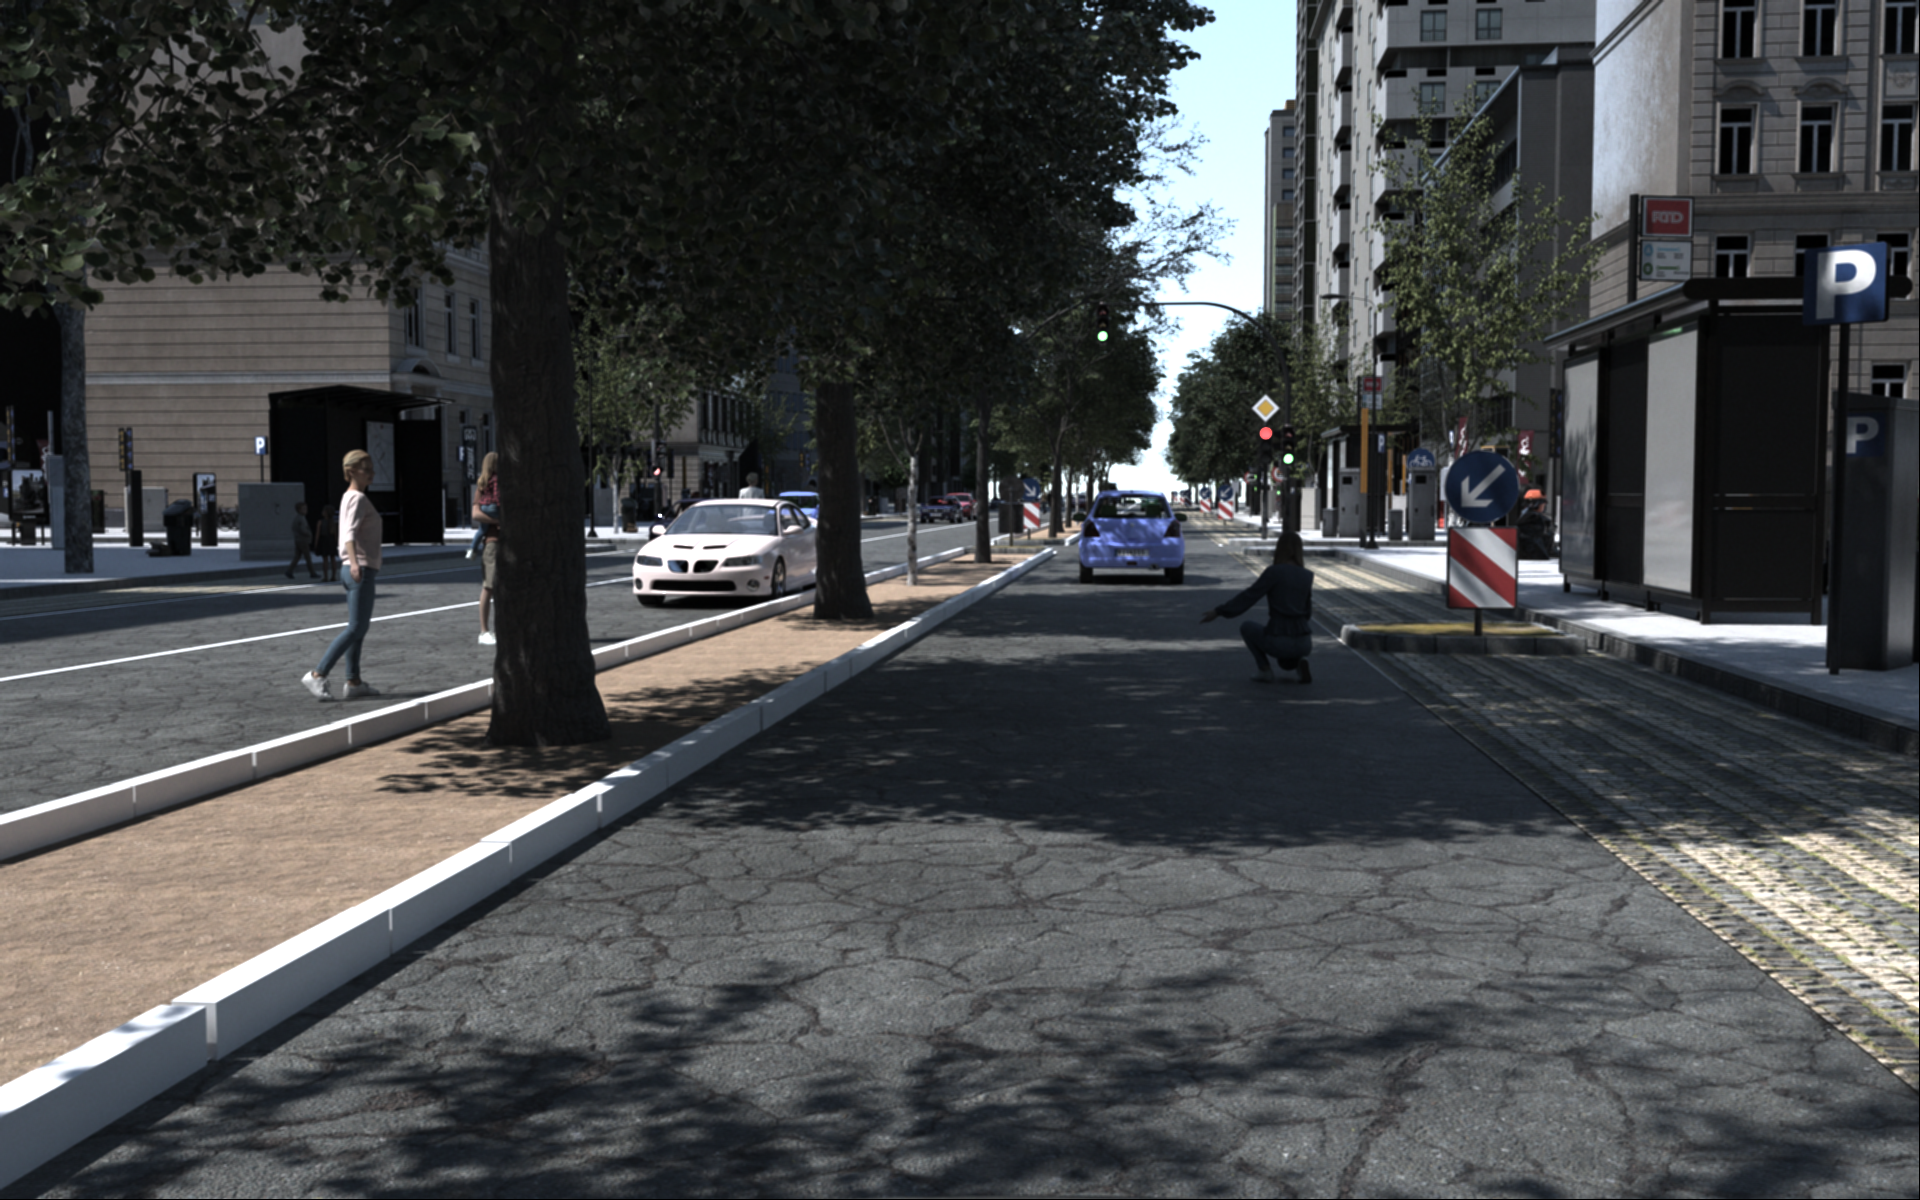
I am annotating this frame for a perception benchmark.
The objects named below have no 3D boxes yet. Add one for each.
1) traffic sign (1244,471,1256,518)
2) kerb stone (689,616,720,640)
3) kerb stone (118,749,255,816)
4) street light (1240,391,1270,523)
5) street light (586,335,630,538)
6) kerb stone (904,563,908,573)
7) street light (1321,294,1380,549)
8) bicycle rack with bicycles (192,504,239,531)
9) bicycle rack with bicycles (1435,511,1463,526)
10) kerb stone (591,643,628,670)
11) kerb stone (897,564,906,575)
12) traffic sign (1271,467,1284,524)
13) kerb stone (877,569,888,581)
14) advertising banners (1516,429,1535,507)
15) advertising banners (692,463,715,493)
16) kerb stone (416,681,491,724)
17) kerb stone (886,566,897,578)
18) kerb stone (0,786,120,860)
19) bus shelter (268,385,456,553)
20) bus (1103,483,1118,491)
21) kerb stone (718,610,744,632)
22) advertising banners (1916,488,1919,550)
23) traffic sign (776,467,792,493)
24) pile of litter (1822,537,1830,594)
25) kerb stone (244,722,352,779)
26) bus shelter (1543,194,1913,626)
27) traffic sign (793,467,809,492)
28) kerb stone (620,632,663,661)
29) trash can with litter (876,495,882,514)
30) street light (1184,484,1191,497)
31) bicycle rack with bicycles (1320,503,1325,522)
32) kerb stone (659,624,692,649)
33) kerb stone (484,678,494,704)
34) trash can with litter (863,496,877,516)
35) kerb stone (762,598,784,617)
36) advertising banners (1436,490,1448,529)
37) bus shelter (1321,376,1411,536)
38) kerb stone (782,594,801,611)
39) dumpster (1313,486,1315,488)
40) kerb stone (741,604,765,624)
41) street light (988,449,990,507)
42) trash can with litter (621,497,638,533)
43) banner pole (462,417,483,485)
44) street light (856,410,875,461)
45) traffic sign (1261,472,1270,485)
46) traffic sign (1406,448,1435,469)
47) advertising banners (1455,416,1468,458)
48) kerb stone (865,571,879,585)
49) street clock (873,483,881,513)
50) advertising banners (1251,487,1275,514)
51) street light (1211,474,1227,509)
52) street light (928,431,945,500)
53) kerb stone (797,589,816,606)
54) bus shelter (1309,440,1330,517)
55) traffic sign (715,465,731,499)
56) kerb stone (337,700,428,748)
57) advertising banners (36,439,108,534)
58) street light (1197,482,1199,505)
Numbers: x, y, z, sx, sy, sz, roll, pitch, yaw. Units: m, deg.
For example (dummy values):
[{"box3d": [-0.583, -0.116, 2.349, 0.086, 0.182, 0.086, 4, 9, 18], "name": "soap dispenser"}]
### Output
[{"box3d": [15.845, -5.763, 94.333, 0.768, 2.556, 0.104, 1, 4, 15], "name": "traffic sign"}, {"box3d": [-2.609, 0.299, 17.312, 0.120, 0.150, 1.000, 0, 4, 6], "name": "kerb stone"}, {"box3d": [-3.637, 0.860, 8.132, 0.120, 0.150, 1.000, 0, 4, 6], "name": "kerb stone"}, {"box3d": [13.308, -6.460, 78.165, 1.470, 5.913, 1.316, 0, 4, 6], "name": "street light"}, {"box3d": [-10.291, -4.784, 50.757, 1.470, 5.913, 1.316, 0, 4, 6], "name": "street light"}, {"box3d": [-1.012, -0.574, 31.579, 0.120, 0.150, 1.000, 0, 4, 6], "name": "kerb stone"}, {"box3d": [9.064, -4.141, 40.246, 1.470, 5.913, 1.316, 0, 4, 6], "name": "street light"}, {"box3d": [-25.882, -2.912, 60.999, 2.925, 0.926, 2.852, -2, 4, -33], "name": "bicycle rack with bicycles"}, {"box3d": [19.404, -3.292, 67.206, 2.852, 0.926, 2.925, 0, 4, 2], "name": "bicycle rack with bicycles"}, {"box3d": [-2.961, 0.490, 14.251, 0.120, 0.150, 1.000, 0, 4, 6], "name": "kerb stone"}, {"box3d": [-1.133, -0.510, 30.564, 0.120, 0.150, 1.000, 0, 4, 6], "name": "kerb stone"}, {"box3d": [13.839, -4.573, 74.880, 0.768, 2.556, 0.104, 1, 4, 13], "name": "traffic sign"}, {"box3d": [-1.367, -0.384, 28.515, 0.120, 0.150, 1.000, 0, 4, 6], "name": "kerb stone"}, {"box3d": [14.879, -3.151, 47.707, 0.090, 3.025, 2.074, -3, 4, -39], "name": "advertising banners"}, {"box3d": [-15.066, -6.335, 99.768, 2.074, 3.025, 0.090, -2, 4, -28], "name": "advertising banners"}, {"box3d": [-3.295, 0.673, 11.200, 0.120, 0.150, 1.000, 0, 4, 6], "name": "kerb stone"}, {"box3d": [-1.243, -0.449, 29.530, 0.120, 0.150, 1.000, 0, 4, 6], "name": "kerb stone"}, {"box3d": [-3.744, 0.922, 7.115, 0.120, 0.150, 1.000, 0, 4, 6], "name": "kerb stone"}, {"box3d": [-13.803, -3.007, 40.447, 1.731, 3.624, 6.357, 0, 4, 7], "name": "bus shelter"}, {"box3d": [23.292, -16.869, 270.672, 2.948, 3.499, 13.247, 0, 4, 7], "name": "bus"}, {"box3d": [-2.490, 0.243, 18.328, 0.120, 0.150, 1.000, 0, 4, 6], "name": "kerb stone"}, {"box3d": [19.819, -2.506, 37.154, 2.074, 3.025, 0.090, 0, 4, 5], "name": "advertising banners"}, {"box3d": [-8.441, -5.066, 82.940, 0.768, 2.556, 0.104, 1, 4, 15], "name": "traffic sign"}, {"box3d": [11.017, -0.480, 21.812, 1.176, 0.858, 1.719, -1, 4, -14], "name": "pile of litter"}, {"box3d": [-3.516, 0.801, 9.147, 0.120, 0.150, 1.000, 0, 4, 6], "name": "kerb stone"}, {"box3d": [8.533, -2.652, 20.996, 2.179, 5.291, 8.768, 0, 4, 6], "name": "bus shelter"}, {"box3d": [-7.403, -4.924, 80.615, 0.768, 2.556, 0.104, 0, 4, 8], "name": "traffic sign"}, {"box3d": [-2.839, 0.423, 15.274, 0.120, 0.150, 1.000, 0, 4, 6], "name": "kerb stone"}, {"box3d": [-5.855, -6.091, 110.649, 2.233, 1.210, 1.678, -1, 4, -17], "name": "trash can with litter"}, {"box3d": [26.910, -13.874, 199.387, 1.470, 5.913, 1.316, 0, 4, 6], "name": "street light"}, {"box3d": [14.926, -3.371, 68.492, 2.852, 0.926, 2.925, 2, 4, 30], "name": "bicycle rack with bicycles"}, {"box3d": [-2.734, 0.362, 16.291, 0.120, 0.150, 1.000, 0, 4, 6], "name": "kerb stone"}, {"box3d": [-3.180, 0.610, 12.218, 0.120, 0.150, 1.000, 0, 4, 6], "name": "kerb stone"}, {"box3d": [-5.279, -5.472, 100.851, 0.624, 1.170, 1.055, -3, 4, -39], "name": "trash can with litter"}, {"box3d": [-2.264, 0.116, 20.360, 0.120, 0.150, 1.000, 0, 4, 6], "name": "kerb stone"}, {"box3d": [17.767, -4.133, 63.756, 0.090, 3.025, 2.074, -2, 4, -34], "name": "advertising banners"}, {"box3d": [13.031, -4.829, 56.589, 2.179, 5.291, 8.768, 0, 4, 6], "name": "bus shelter"}, {"box3d": [-2.150, 0.058, 21.376, 0.120, 0.150, 1.000, 0, 4, 6], "name": "kerb stone"}, {"box3d": [17.808, -4.959, 83.575, 1.502, 2.255, 1.985, 0, 4, 6], "name": "dumpster"}, {"box3d": [-2.373, 0.177, 19.343, 0.120, 0.150, 1.000, 0, 4, 6], "name": "kerb stone"}, {"box3d": [3.357, -12.283, 173.362, 1.470, 5.913, 1.316, 0, 4, 6], "name": "street light"}, {"box3d": [-10.905, -2.825, 57.578, 0.624, 1.170, 1.055, -2, 4, -24], "name": "trash can with litter"}, {"box3d": [-15.622, -4.026, 55.839, 0.863, 3.779, 0.401, -3, 5, -41], "name": "banner pole"}, {"box3d": [-5.184, -7.564, 96.212, 1.470, 5.913, 1.316, 0, 4, 6], "name": "street light"}, {"box3d": [14.087, -4.778, 80.253, 0.606, 2.300, 0.079, 1, 4, 11], "name": "traffic sign"}, {"box3d": [12.740, -2.927, 47.971, 0.768, 2.556, 0.104, 0, 4, 8], "name": "traffic sign"}, {"box3d": [11.458, -2.574, 38.274, 0.090, 3.025, 2.074, -1, 4, -11], "name": "advertising banners"}, {"box3d": [-1.471, -0.322, 27.498, 0.120, 0.150, 1.000, 0, 4, 6], "name": "kerb stone"}, {"box3d": [-5.409, -6.645, 113.220, 0.471, 2.002, 0.358, 3, 5, 41], "name": "street clock"}, {"box3d": [19.615, -7.026, 111.055, 2.074, 3.025, 0.090, 0, 4, -4], "name": "advertising banners"}, {"box3d": [18.441, -9.221, 123.298, 1.470, 5.913, 1.316, 0, 4, 6], "name": "street light"}, {"box3d": [-1.763, -9.478, 127.505, 1.470, 5.913, 1.316, 0, 4, 6], "name": "street light"}, {"box3d": [-2.034, -0.012, 22.391, 0.120, 0.150, 1.000, 0, 4, 6], "name": "kerb stone"}, {"box3d": [16.571, -5.243, 77.006, 1.731, 3.624, 6.357, 0, 4, 6], "name": "bus shelter"}, {"box3d": [-10.503, -4.677, 76.582, 0.768, 2.556, 0.104, 1, 4, 14], "name": "traffic sign"}, {"box3d": [-3.405, 0.735, 10.173, 0.120, 0.150, 1.000, 0, 4, 6], "name": "kerb stone"}, {"box3d": [-28.543, -3.639, 55.689, 0.090, 3.025, 2.074, 3, 5, 45], "name": "advertising banners"}, {"box3d": [21.850, -11.095, 153.942, 1.470, 5.913, 1.316, 0, 4, 6], "name": "street light"}]
